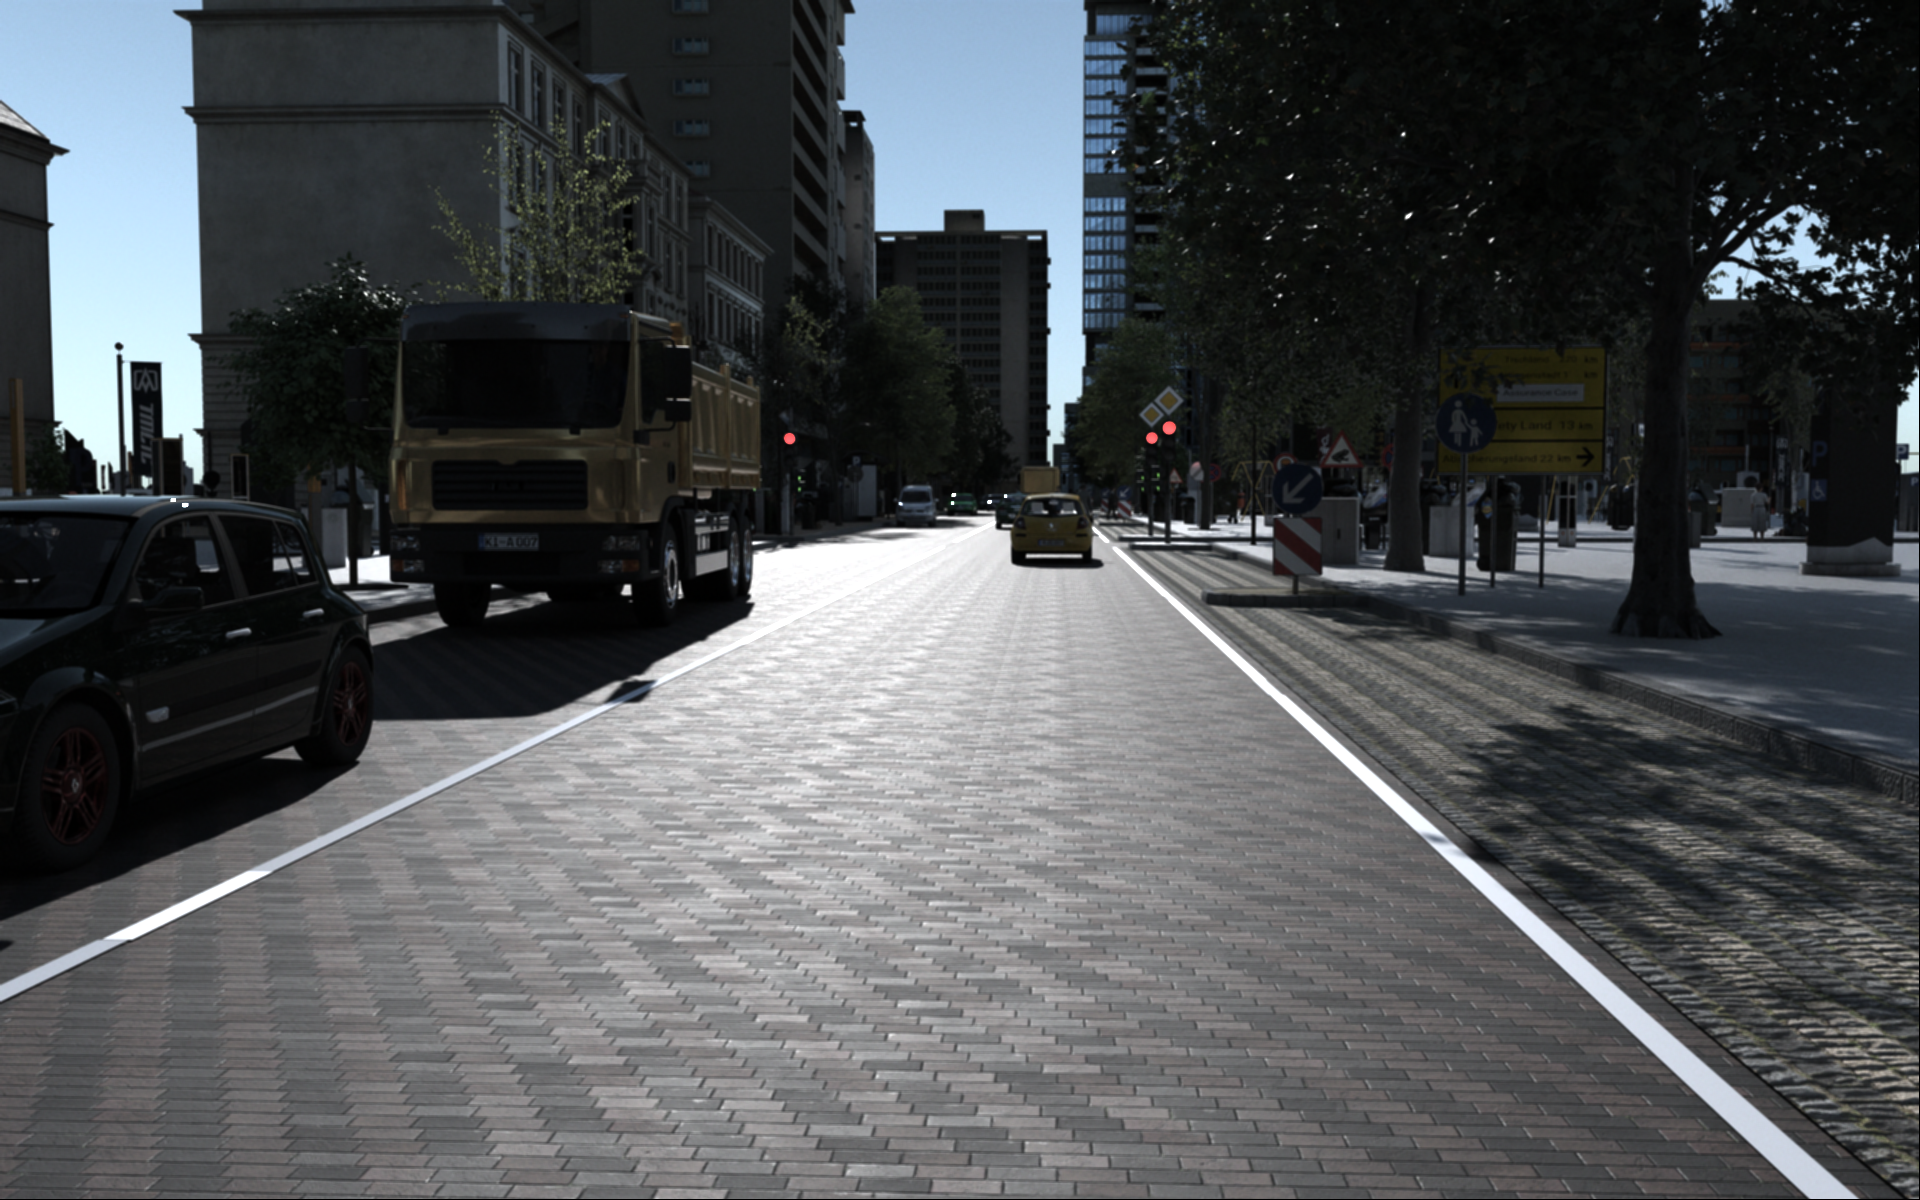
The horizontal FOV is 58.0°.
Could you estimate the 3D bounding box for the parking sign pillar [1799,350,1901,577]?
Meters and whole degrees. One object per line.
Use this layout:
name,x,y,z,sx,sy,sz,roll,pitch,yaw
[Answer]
parking sign pillar,14.130,-2.381,27.401,1.447,3.967,1.447,-1,4,-16

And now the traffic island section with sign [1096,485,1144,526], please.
traffic island section with sign,7.212,-4.211,77.484,1.989,1.847,2.006,0,4,3

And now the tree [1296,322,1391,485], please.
tree,16.397,-7.493,72.880,4.737,8.622,4.395,0,3,0

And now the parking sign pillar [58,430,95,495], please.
parking sign pillar,-37.266,-5.193,73.373,1.447,3.967,1.447,1,4,10

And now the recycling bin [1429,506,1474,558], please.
recycling bin,10.059,-1.399,35.421,0.722,1.027,0.722,2,4,33

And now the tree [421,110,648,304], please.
tree,-7.803,-5.040,32.772,4.360,8.622,3.978,0,3,0

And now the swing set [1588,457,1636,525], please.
swing set,28.478,-4.627,73.274,2.862,2.851,3.119,0,4,5

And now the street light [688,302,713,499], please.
street light,-6.309,-4.217,41.736,0.468,5.910,1.993,0,4,3

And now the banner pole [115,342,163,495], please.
banner pole,-13.675,-2.372,28.802,0.863,3.779,0.401,-2,4,-29

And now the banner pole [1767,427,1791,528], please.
banner pole,30.509,-4.567,64.694,0.863,3.779,0.401,0,4,5

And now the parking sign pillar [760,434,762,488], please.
parking sign pillar,-9.320,-5.457,77.694,1.447,3.967,1.447,1,4,16

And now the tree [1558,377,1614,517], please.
tree,35.072,-9.004,97.577,4.737,8.622,4.395,0,3,0

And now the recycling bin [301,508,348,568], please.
recycling bin,-11.171,-1.095,30.460,0.722,1.027,0.722,-1,4,-16

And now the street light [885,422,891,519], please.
street light,-3.674,-7.089,88.699,0.468,5.910,1.993,0,4,3

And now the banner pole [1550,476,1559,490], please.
banner pole,41.463,-7.934,119.743,0.863,3.779,0.401,-1,4,-18

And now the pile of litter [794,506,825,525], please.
pile of litter,-6.461,-3.633,73.366,1.719,0.858,1.176,-2,4,-28

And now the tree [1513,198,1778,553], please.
tree,14.414,-5.314,37.246,4.360,8.622,3.978,0,3,0

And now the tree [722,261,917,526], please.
tree,-5.176,-8.270,69.629,7.601,10.594,8.767,2,4,26

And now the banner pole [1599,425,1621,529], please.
banner pole,23.674,-4.460,62.932,0.863,3.779,0.401,1,4,8

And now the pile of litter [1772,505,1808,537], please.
pile of litter,25.089,-2.330,52.064,1.176,0.858,1.719,-1,4,-13

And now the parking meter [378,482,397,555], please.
parking meter,-12.167,-1.739,36.844,0.372,1.533,0.369,0,3,0

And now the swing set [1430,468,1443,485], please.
swing set,29.680,-6.547,104.665,3.119,2.851,2.862,-2,4,-24

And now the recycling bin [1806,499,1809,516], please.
recycling bin,40.444,-4.245,81.956,0.722,1.027,0.722,2,4,29

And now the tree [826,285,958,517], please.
tree,-3.757,-10.800,94.706,7.486,12.596,7.792,0,3,0

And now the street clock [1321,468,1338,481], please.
street clock,7.824,-1.964,36.689,0.358,2.002,0.471,2,4,30

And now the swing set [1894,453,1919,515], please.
swing set,35.321,-4.189,66.116,3.119,2.851,2.862,1,4,23

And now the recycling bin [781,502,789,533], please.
recycling bin,-5.915,-2.705,56.777,0.722,1.027,0.722,0,4,5

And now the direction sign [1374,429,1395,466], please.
direction sign,14.782,-4.157,59.971,0.876,3.537,0.379,2,4,24

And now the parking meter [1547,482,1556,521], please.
parking meter,28.158,-4.694,82.457,0.255,1.863,0.399,0,4,-4

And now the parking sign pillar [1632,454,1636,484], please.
parking sign pillar,43.322,-7.494,110.993,1.447,3.967,1.447,2,4,25

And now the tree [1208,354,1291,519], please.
tree,14.987,-8.467,88.805,4.360,8.622,3.978,0,3,0

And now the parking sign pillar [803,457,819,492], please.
parking sign pillar,-10.908,-8.491,127.303,1.447,3.967,1.447,2,4,31

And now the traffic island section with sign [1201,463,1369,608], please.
traffic island section with sign,4.205,-0.861,22.705,1.989,1.847,2.006,0,4,3

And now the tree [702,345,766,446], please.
tree,-11.371,-8.278,85.710,4.737,8.622,4.395,0,3,0

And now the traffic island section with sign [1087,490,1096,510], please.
traffic island section with sign,8.725,-5.895,105.003,1.989,1.847,2.006,0,4,3

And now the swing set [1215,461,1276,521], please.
swing set,14.088,-5.235,83.207,2.862,2.851,3.119,-1,4,-18

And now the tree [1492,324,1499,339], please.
tree,20.182,-7.015,65.056,4.360,8.622,3.978,0,3,0

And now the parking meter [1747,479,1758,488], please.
parking meter,30.811,-3.774,67.409,0.399,1.863,0.255,-2,4,-35

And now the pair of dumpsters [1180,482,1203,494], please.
pair of dumpsters,13.379,-5.897,98.915,1.574,2.255,4.437,0,4,3

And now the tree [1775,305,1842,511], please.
tree,27.428,-6.485,56.400,4.360,8.622,3.978,0,3,0

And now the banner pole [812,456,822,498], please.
banner pole,-9.490,-7.609,114.416,0.863,3.779,0.401,-2,4,-33

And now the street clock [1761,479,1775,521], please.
street clock,38.083,-4.725,81.823,0.471,2.002,0.358,2,4,31

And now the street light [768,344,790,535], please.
street light,-5.606,-4.947,53.664,0.468,5.910,1.993,0,4,3

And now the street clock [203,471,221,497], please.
street clock,-23.349,-3.028,54.074,0.471,2.002,0.358,-3,5,-43

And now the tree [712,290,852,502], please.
tree,-6.435,-6.829,62.009,4.360,8.622,3.978,0,3,0

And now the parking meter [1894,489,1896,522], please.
parking meter,36.915,-3.692,68.768,0.372,1.533,0.369,0,3,0

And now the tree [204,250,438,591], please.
tree,-8.330,-2.428,23.405,4.285,4.588,4.351,0,3,0

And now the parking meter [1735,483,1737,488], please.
parking meter,41.635,-5.318,92.665,0.255,1.863,0.399,3,4,36

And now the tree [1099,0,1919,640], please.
tree,6.374,-6.013,15.318,9.611,12.733,9.660,0,3,0

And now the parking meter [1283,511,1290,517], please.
parking meter,16.092,-4.865,85.253,0.255,1.863,0.399,2,4,32

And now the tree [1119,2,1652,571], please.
tree,7.565,-7.463,28.683,9.857,13.997,8.962,0,3,0

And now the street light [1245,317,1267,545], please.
street light,7.373,-4.315,43.345,0.468,5.910,1.993,0,4,3

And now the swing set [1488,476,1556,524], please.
swing set,23.670,-4.562,72.202,3.119,2.851,2.862,0,4,0

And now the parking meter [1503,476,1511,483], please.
parking meter,13.242,-2.235,42.248,0.255,1.863,0.399,3,5,39

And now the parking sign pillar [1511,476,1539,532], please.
parking sign pillar,19.177,-4.343,59.484,1.447,3.967,1.447,0,4,-1

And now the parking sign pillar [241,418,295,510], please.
parking sign pillar,-18.319,-3.509,45.843,1.447,3.967,1.447,1,4,13
